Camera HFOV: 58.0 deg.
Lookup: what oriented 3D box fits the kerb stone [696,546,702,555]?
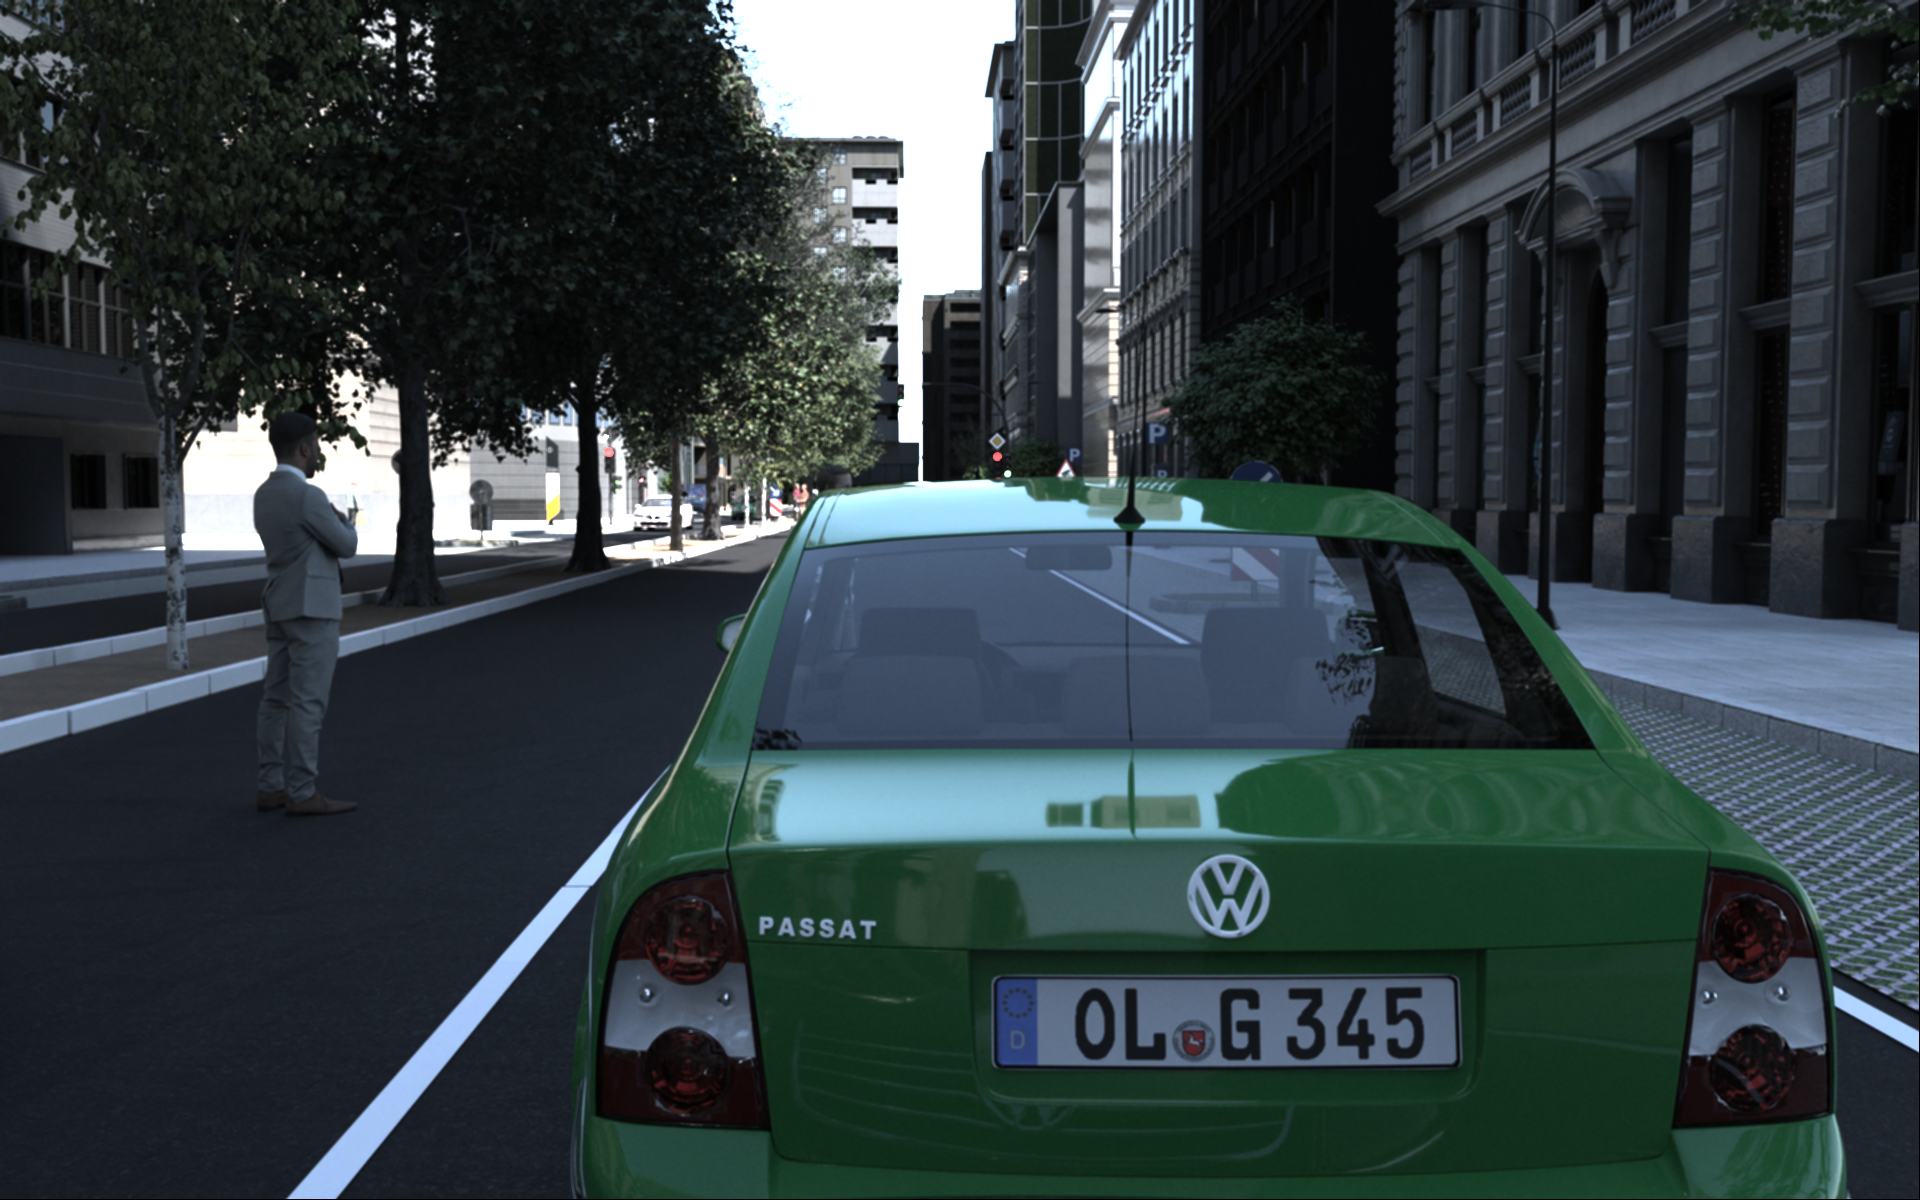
[{"bbox_3d":[-6.217,-1.117,40.500,0.120,0.150,1.000,0,4,-2],"label":"kerb stone"}]

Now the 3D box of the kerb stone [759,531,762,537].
[{"bbox_3d":[-6.691,-2.119,56.901,0.120,0.150,1.000,0,4,-2],"label":"kerb stone"}]

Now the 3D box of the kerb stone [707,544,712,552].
[{"bbox_3d":[-6.272,-1.245,42.546,0.120,0.150,1.000,0,4,-2],"label":"kerb stone"}]

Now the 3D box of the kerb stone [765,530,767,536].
[{"bbox_3d":[-6.744,-2.248,58.946,0.120,0.150,1.000,0,4,-2],"label":"kerb stone"}]

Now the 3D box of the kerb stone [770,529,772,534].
[{"bbox_3d":[-6.815,-2.373,60.989,0.120,0.150,1.000,0,4,-2],"label":"kerb stone"}]

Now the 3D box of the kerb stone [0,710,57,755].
[{"bbox_3d":[-5.341,0.759,9.778,0.120,0.150,1.000,0,4,-2],"label":"kerb stone"}]

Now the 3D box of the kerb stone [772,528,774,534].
[{"bbox_3d":[-6.837,-2.435,62.017,0.120,0.150,1.000,0,4,-2],"label":"kerb stone"}]

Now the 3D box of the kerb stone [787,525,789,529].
[{"bbox_3d":[-7.041,-2.874,69.191,0.120,0.150,1.000,0,4,-2],"label":"kerb stone"}]

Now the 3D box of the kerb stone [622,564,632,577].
[{"bbox_3d":[-5.921,-0.493,30.262,0.120,0.150,1.000,0,4,-2],"label":"kerb stone"}]

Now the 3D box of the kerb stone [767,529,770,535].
[{"bbox_3d":[-6.784,-2.310,59.967,0.120,0.150,1.000,0,4,-2],"label":"kerb stone"}]

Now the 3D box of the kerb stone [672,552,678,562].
[{"bbox_3d":[-6.102,-0.866,36.405,0.120,0.150,1.000,0,4,-2],"label":"kerb stone"}]

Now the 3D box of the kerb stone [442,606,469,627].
[{"bbox_3d":[-5.599,0.196,18.996,0.120,0.150,1.000,0,4,-2],"label":"kerb stone"}]

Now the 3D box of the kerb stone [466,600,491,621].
[{"bbox_3d":[-5.629,0.133,20.017,0.120,0.150,1.000,0,4,-2],"label":"kerb stone"}]

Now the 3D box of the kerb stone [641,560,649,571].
[{"bbox_3d":[-5.986,-0.619,32.310,0.120,0.150,1.000,0,4,-2],"label":"kerb stone"}]

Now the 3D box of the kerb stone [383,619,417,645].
[{"bbox_3d":[-5.539,0.322,16.952,0.120,0.150,1.000,0,4,-2],"label":"kerb stone"}]

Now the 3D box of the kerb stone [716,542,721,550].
[{"bbox_3d":[-6.343,-1.366,44.589,0.120,0.150,1.000,0,4,-2],"label":"kerb stone"}]

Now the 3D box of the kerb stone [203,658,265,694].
[{"bbox_3d":[-5.425,0.572,12.861,0.120,0.150,1.000,0,4,-2],"label":"kerb stone"}]

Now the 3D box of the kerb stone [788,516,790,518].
[{"bbox_3d":[-10.017,-4.722,99.433,0.120,0.150,1.000,0,4,-2],"label":"kerb stone"}]

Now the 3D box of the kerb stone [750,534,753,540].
[{"bbox_3d":[-6.603,-1.930,53.830,0.120,0.150,1.000,0,4,-2],"label":"kerb stone"}]

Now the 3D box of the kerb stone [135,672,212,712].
[{"bbox_3d":[-5.396,0.634,11.836,0.120,0.150,1.000,0,4,-2],"label":"kerb stone"}]

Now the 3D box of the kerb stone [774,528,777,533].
[{"bbox_3d":[-6.858,-2.498,63.039,0.120,0.150,1.000,0,4,-2],"label":"kerb stone"}]

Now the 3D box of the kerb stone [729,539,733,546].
[{"bbox_3d":[-6.422,-1.558,47.691,0.120,0.150,1.000,0,4,-2],"label":"kerb stone"}]

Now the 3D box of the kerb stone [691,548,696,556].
[{"bbox_3d":[-6.193,-1.057,39.477,0.120,0.150,1.000,0,4,-2],"label":"kerb stone"}]

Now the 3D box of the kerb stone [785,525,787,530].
[{"bbox_3d":[-7.009,-2.811,68.170,0.120,0.150,1.000,0,4,-2],"label":"kerb stone"}]

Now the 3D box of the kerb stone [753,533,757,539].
[{"bbox_3d":[-6.618,-1.997,54.852,0.120,0.150,1.000,0,4,-2],"label":"kerb stone"}]

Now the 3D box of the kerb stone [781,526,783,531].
[{"bbox_3d":[-6.953,-2.681,66.107,0.120,0.150,1.000,0,4,-2],"label":"kerb stone"}]

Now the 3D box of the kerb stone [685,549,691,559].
[{"bbox_3d":[-6.157,-0.994,38.449,0.120,0.150,1.000,0,4,-2],"label":"kerb stone"}]

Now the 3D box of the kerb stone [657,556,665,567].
[{"bbox_3d":[-6.040,-0.744,34.355,0.120,0.150,1.000,0,4,-2],"label":"kerb stone"}]

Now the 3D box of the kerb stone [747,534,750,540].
[{"bbox_3d":[-6.572,-1.870,52.808,0.120,0.150,1.000,0,4,-2],"label":"kerb stone"}]

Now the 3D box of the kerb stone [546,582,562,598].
[{"bbox_3d":[-5.744,-0.117,24.113,0.120,0.150,1.000,0,4,-2],"label":"kerb stone"}]

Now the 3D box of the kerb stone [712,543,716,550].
[{"bbox_3d":[-6.309,-1.306,43.567,0.120,0.150,1.000,0,4,-2],"label":"kerb stone"}]

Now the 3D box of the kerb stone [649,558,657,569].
[{"bbox_3d":[-6.013,-0.679,33.332,0.120,0.150,1.000,0,4,-2],"label":"kerb stone"}]

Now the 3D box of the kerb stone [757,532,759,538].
[{"bbox_3d":[-6.661,-2.060,55.877,0.120,0.150,1.000,0,4,-2],"label":"kerb stone"}]

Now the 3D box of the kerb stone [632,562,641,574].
[{"bbox_3d":[-5.953,-0.556,31.289,0.120,0.150,1.000,0,4,-2],"label":"kerb stone"}]

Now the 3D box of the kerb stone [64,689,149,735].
[{"bbox_3d":[-5.362,0.702,10.812,0.120,0.150,1.000,0,4,-2],"label":"kerb stone"}]

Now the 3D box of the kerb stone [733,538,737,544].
[{"bbox_3d":[-6.460,-1.620,48.712,0.120,0.150,1.000,0,4,-2],"label":"kerb stone"}]

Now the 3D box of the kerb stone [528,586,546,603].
[{"bbox_3d":[-5.719,-0.055,23.091,0.120,0.150,1.000,0,4,-2],"label":"kerb stone"}]

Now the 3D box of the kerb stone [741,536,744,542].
[{"bbox_3d":[-6.517,-1.747,50.758,0.120,0.150,1.000,0,4,-2],"label":"kerb stone"}]

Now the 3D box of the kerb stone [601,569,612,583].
[{"bbox_3d":[-5.860,-0.368,28.220,0.120,0.150,1.000,0,4,-2],"label":"kerb stone"}]

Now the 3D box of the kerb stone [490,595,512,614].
[{"bbox_3d":[-5.658,0.070,21.048,0.120,0.150,1.000,0,4,-2],"label":"kerb stone"}]

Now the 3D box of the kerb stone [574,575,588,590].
[{"bbox_3d":[-5.814,-0.243,26.166,0.120,0.150,1.000,0,4,-2],"label":"kerb stone"}]

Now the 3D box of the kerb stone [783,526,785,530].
[{"bbox_3d":[-6.985,-2.749,67.139,0.120,0.150,1.000,0,4,-2],"label":"kerb stone"}]

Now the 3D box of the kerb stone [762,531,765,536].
[{"bbox_3d":[-6.714,-2.185,57.923,0.120,0.150,1.000,0,4,-2],"label":"kerb stone"}]

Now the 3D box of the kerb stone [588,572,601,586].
[{"bbox_3d":[-5.834,-0.306,27.192,0.120,0.150,1.000,0,4,-2],"label":"kerb stone"}]

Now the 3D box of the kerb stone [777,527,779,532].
[{"bbox_3d":[-6.896,-2.561,64.064,0.120,0.150,1.000,0,4,-2],"label":"kerb stone"}]

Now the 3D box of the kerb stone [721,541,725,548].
[{"bbox_3d":[-6.363,-1.433,45.618,0.120,0.150,1.000,0,4,-2],"label":"kerb stone"}]

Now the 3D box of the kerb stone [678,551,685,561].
[{"bbox_3d":[-6.133,-0.926,37.428,0.120,0.150,1.000,0,4,-2],"label":"kerb stone"}]

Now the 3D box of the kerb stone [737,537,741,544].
[{"bbox_3d":[-6.479,-1.684,49.737,0.120,0.150,1.000,0,4,-2],"label":"kerb stone"}]

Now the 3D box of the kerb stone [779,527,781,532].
[{"bbox_3d":[-6.927,-2.623,65.086,0.120,0.150,1.000,0,4,-2],"label":"kerb stone"}]

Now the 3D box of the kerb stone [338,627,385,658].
[{"bbox_3d":[-5.521,0.385,15.930,0.120,0.150,1.000,0,4,-2],"label":"kerb stone"}]

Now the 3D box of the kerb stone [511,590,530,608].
[{"bbox_3d":[-5.684,0.011,22.070,0.120,0.150,1.000,0,4,-2],"label":"kerb stone"}]

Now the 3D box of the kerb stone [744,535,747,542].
[{"bbox_3d":[-6.545,-1.810,51.787,0.120,0.150,1.000,0,4,-2],"label":"kerb stone"}]

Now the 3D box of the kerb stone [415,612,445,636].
[{"bbox_3d":[-5.567,0.259,17.973,0.120,0.150,1.000,0,4,-2],"label":"kerb stone"}]

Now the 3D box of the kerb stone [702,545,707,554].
[{"bbox_3d":[-6.245,-1.178,41.525,0.120,0.150,1.000,0,4,-2],"label":"kerb stone"}]

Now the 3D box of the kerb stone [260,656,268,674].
[{"bbox_3d":[-5.447,0.511,13.883,0.120,0.150,1.000,0,4,-2],"label":"kerb stone"}]

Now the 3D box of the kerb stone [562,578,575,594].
[{"bbox_3d":[-5.777,-0.180,25.135,0.120,0.150,1.000,0,4,-2],"label":"kerb stone"}]

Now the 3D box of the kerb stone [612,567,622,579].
[{"bbox_3d":[-5.898,-0.431,29.241,0.120,0.150,1.000,0,4,-2],"label":"kerb stone"}]

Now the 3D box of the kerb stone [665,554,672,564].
[{"bbox_3d":[-6.072,-0.807,35.382,0.120,0.150,1.000,0,4,-2],"label":"kerb stone"}]

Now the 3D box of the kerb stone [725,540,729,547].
[{"bbox_3d":[-6.397,-1.496,46.655,0.120,0.150,1.000,0,4,-2],"label":"kerb stone"}]
